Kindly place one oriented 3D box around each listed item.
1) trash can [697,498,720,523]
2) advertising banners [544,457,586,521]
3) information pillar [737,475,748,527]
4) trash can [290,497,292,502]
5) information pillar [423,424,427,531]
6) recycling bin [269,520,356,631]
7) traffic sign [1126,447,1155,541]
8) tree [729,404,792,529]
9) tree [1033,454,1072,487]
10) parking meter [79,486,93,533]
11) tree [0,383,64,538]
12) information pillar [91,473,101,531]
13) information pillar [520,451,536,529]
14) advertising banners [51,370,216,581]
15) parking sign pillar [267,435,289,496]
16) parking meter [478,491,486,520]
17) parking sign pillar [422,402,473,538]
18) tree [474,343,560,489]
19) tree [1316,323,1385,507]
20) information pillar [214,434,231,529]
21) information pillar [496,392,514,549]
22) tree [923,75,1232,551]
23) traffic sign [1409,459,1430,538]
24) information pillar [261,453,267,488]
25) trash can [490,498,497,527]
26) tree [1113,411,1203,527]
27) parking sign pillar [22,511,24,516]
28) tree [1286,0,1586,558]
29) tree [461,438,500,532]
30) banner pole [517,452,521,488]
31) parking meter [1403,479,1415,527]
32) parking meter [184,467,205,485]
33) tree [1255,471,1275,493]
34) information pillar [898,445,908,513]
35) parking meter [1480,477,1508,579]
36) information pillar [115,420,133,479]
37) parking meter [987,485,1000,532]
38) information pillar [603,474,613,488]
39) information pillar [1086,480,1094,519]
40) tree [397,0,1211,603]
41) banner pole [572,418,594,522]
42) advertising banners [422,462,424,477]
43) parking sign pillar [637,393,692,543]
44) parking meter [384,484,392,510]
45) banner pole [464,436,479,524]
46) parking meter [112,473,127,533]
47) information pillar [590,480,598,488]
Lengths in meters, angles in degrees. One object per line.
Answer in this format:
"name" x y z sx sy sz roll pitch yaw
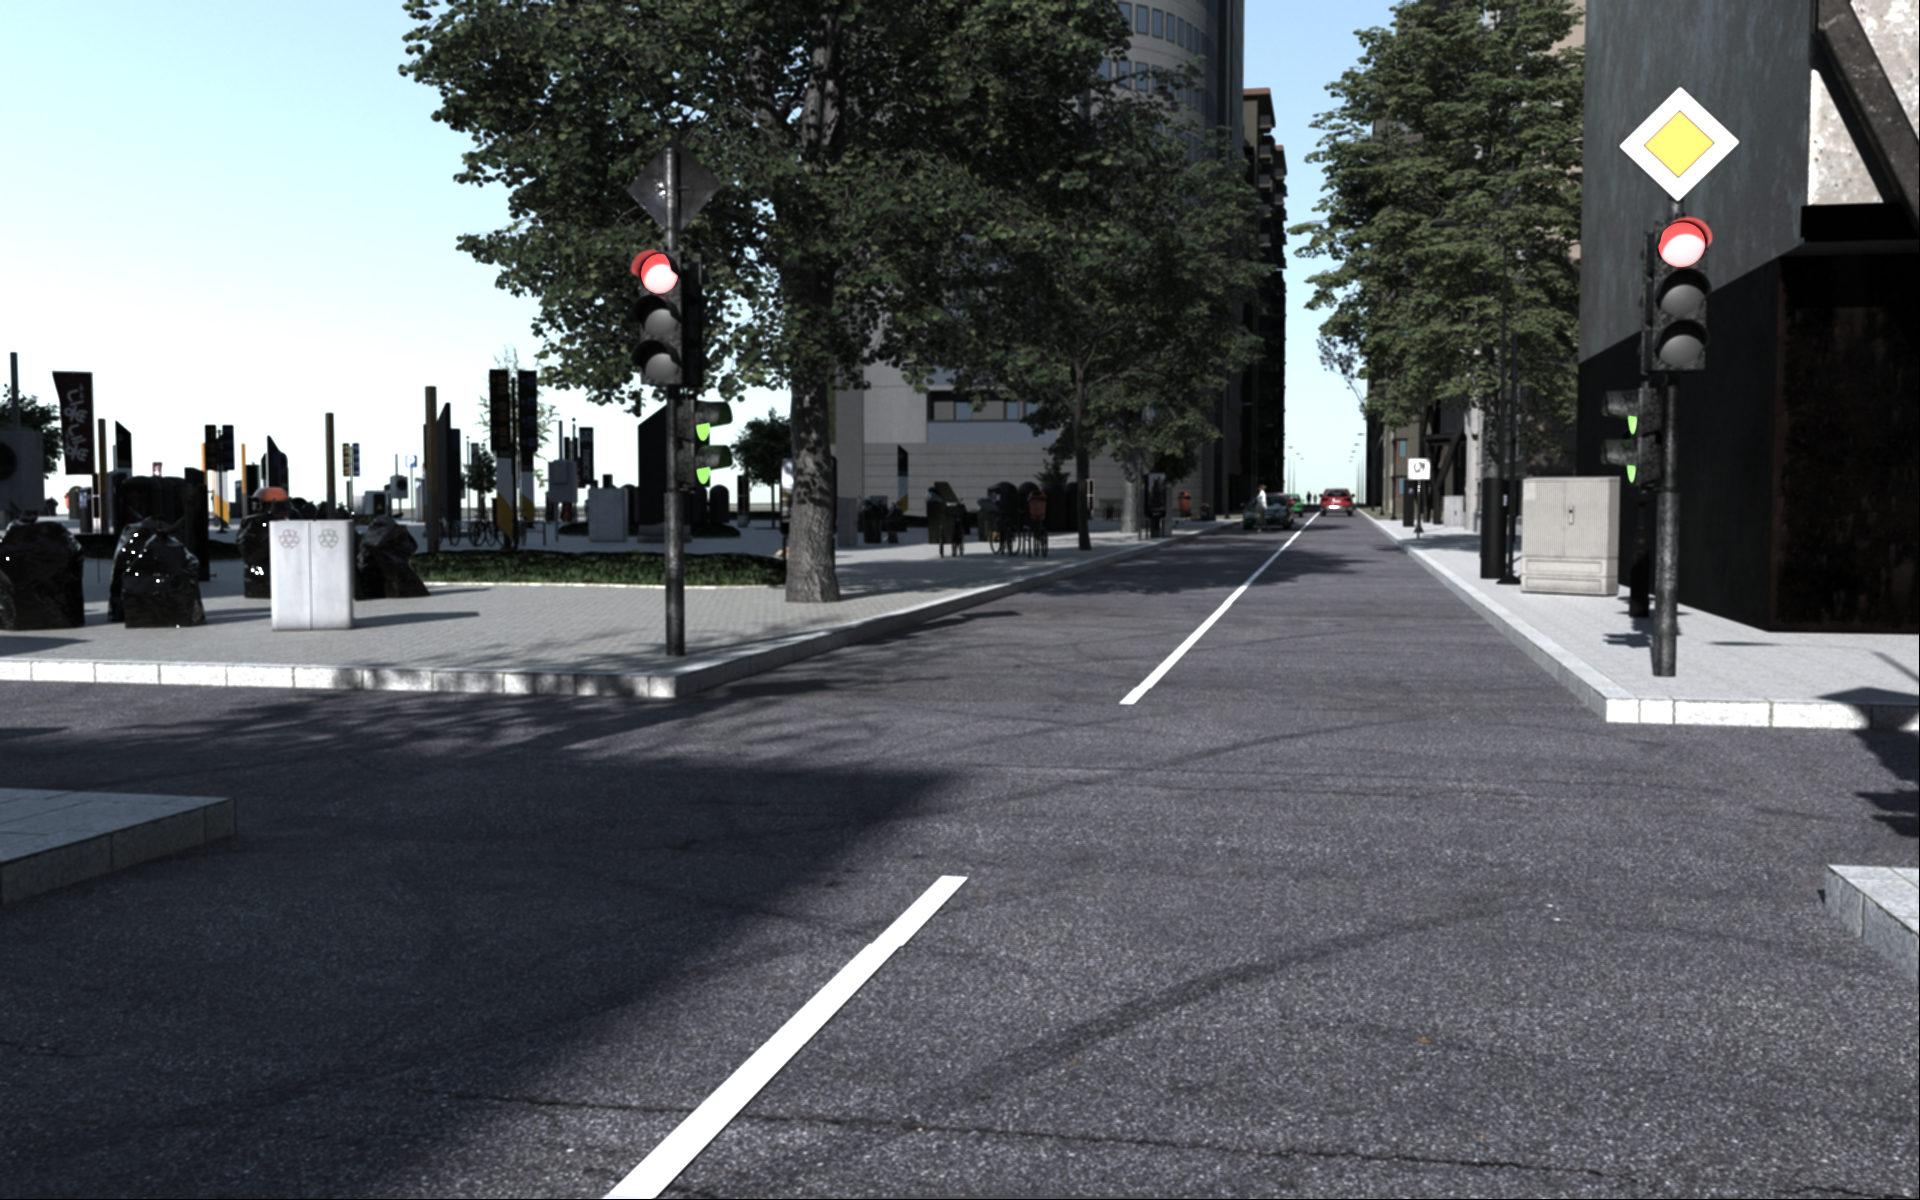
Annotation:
"trash can" -8.316 -2.787 57.219 0.748 1.137 0.748 0 3 0
"advertising banners" -18.559 -5.226 81.635 2.074 3.025 0.090 -1 4 -10
"information pillar" -8.392 -3.815 66.866 0.304 2.012 0.304 1 4 21
"trash can" -35.030 -4.788 89.940 0.748 1.137 0.748 0 3 0
"information pillar" -17.875 -4.092 58.258 0.183 3.616 0.504 1 4 11
"recycling bin" -6.186 -0.246 16.576 0.722 1.027 0.722 -1 4 -17
"traffic sign" 4.881 -2.867 46.974 0.768 2.556 0.104 1 4 16
"tree" -6.947 -4.899 63.818 4.285 4.588 4.351 0 3 0
"tree" 4.457 -5.234 80.172 1.663 3.219 1.824 0 3 0
"parking meter" -28.795 -2.975 57.051 0.372 1.533 0.369 0 3 0
"tree" -28.071 -4.132 51.265 4.285 4.588 4.351 0 3 0
"information pillar" -29.587 -3.365 59.506 0.304 2.012 0.304 0 4 8
"information pillar" -16.017 -4.453 64.162 0.504 3.616 0.183 -1 4 -21
"advertising banners" -11.915 -1.764 25.033 2.074 3.025 0.090 -2 4 -27
"parking sign pillar" -31.562 -5.610 80.194 1.447 3.967 1.447 0 4 2
"parking meter" -24.047 -4.810 87.058 0.372 1.533 0.369 0 3 0
"parking sign pillar" -15.309 -3.861 51.600 1.447 3.967 1.447 -3 4 -36
"tree" -21.240 -8.167 83.897 4.737 8.622 4.395 0 3 0
"tree" 41.972 -19.144 168.889 12.611 20.169 13.585 0 3 0
"information pillar" -27.206 -4.432 63.812 0.504 3.616 0.183 -3 5 -41
"information pillar" -10.447 -2.957 39.708 0.183 3.616 0.504 1 4 22
"tree" 2.505 -6.407 39.172 7.601 10.594 8.767 0 4 1
"traffic sign" 13.300 -2.941 50.212 0.606 2.300 0.079 1 4 18
"information pillar" -39.143 -6.490 97.462 0.183 3.616 0.504 0 4 5
"trash can" -16.866 -3.177 63.599 0.748 1.137 0.748 0 3 0
"tree" 7.679 -5.107 67.213 4.285 4.588 4.351 0 3 0
"parking sign pillar" -44.058 -5.646 80.781 1.447 3.967 1.447 3 4 38
"tree" 10.254 -7.119 34.527 7.486 12.596 7.792 0 3 0
"tree" -16.272 -3.978 59.638 1.663 3.219 1.824 0 3 0
"banner pole" -23.027 -6.199 91.365 0.401 3.779 0.863 3 5 41
"parking meter" 17.598 -3.802 67.870 0.399 1.863 0.255 -1 4 -20
"parking meter" -16.650 -1.958 37.732 0.399 1.863 0.255 2 4 28
"tree" 26.232 -9.391 148.151 1.663 3.219 1.824 0 3 0
"information pillar" -2.692 -5.492 81.155 0.504 3.616 0.183 0 4 -7
"parking meter" 8.104 -1.093 26.277 0.372 1.533 0.369 0 3 0
"information pillar" -26.472 -3.884 54.855 0.504 3.616 0.183 0 4 2
"parking meter" 0.970 -2.517 49.559 0.372 1.533 0.369 0 3 0
"information pillar" -13.010 -3.639 63.993 0.304 2.012 0.304 0 4 3
"information pillar" 6.628 -5.139 88.521 0.304 2.012 0.304 -2 4 -26
"tree" -1.872 -6.949 20.265 9.857 13.997 8.962 0 3 0
"banner pole" -12.419 -4.088 56.862 0.863 3.779 0.401 -1 4 -17
"advertising banners" -29.283 -6.063 95.310 0.090 3.025 2.074 -2 4 -32
"parking sign pillar" -7.849 -3.514 45.934 1.447 3.967 1.447 1 4 12
"parking meter" -31.951 -5.566 96.711 0.399 1.863 0.255 -3 4 -36
"banner pole" -20.934 -5.160 74.386 0.863 3.779 0.401 2 4 27
"parking meter" -23.147 -2.570 47.734 0.399 1.863 0.255 3 4 36
"information pillar" -18.814 -5.175 89.097 0.304 2.012 0.304 3 4 39
